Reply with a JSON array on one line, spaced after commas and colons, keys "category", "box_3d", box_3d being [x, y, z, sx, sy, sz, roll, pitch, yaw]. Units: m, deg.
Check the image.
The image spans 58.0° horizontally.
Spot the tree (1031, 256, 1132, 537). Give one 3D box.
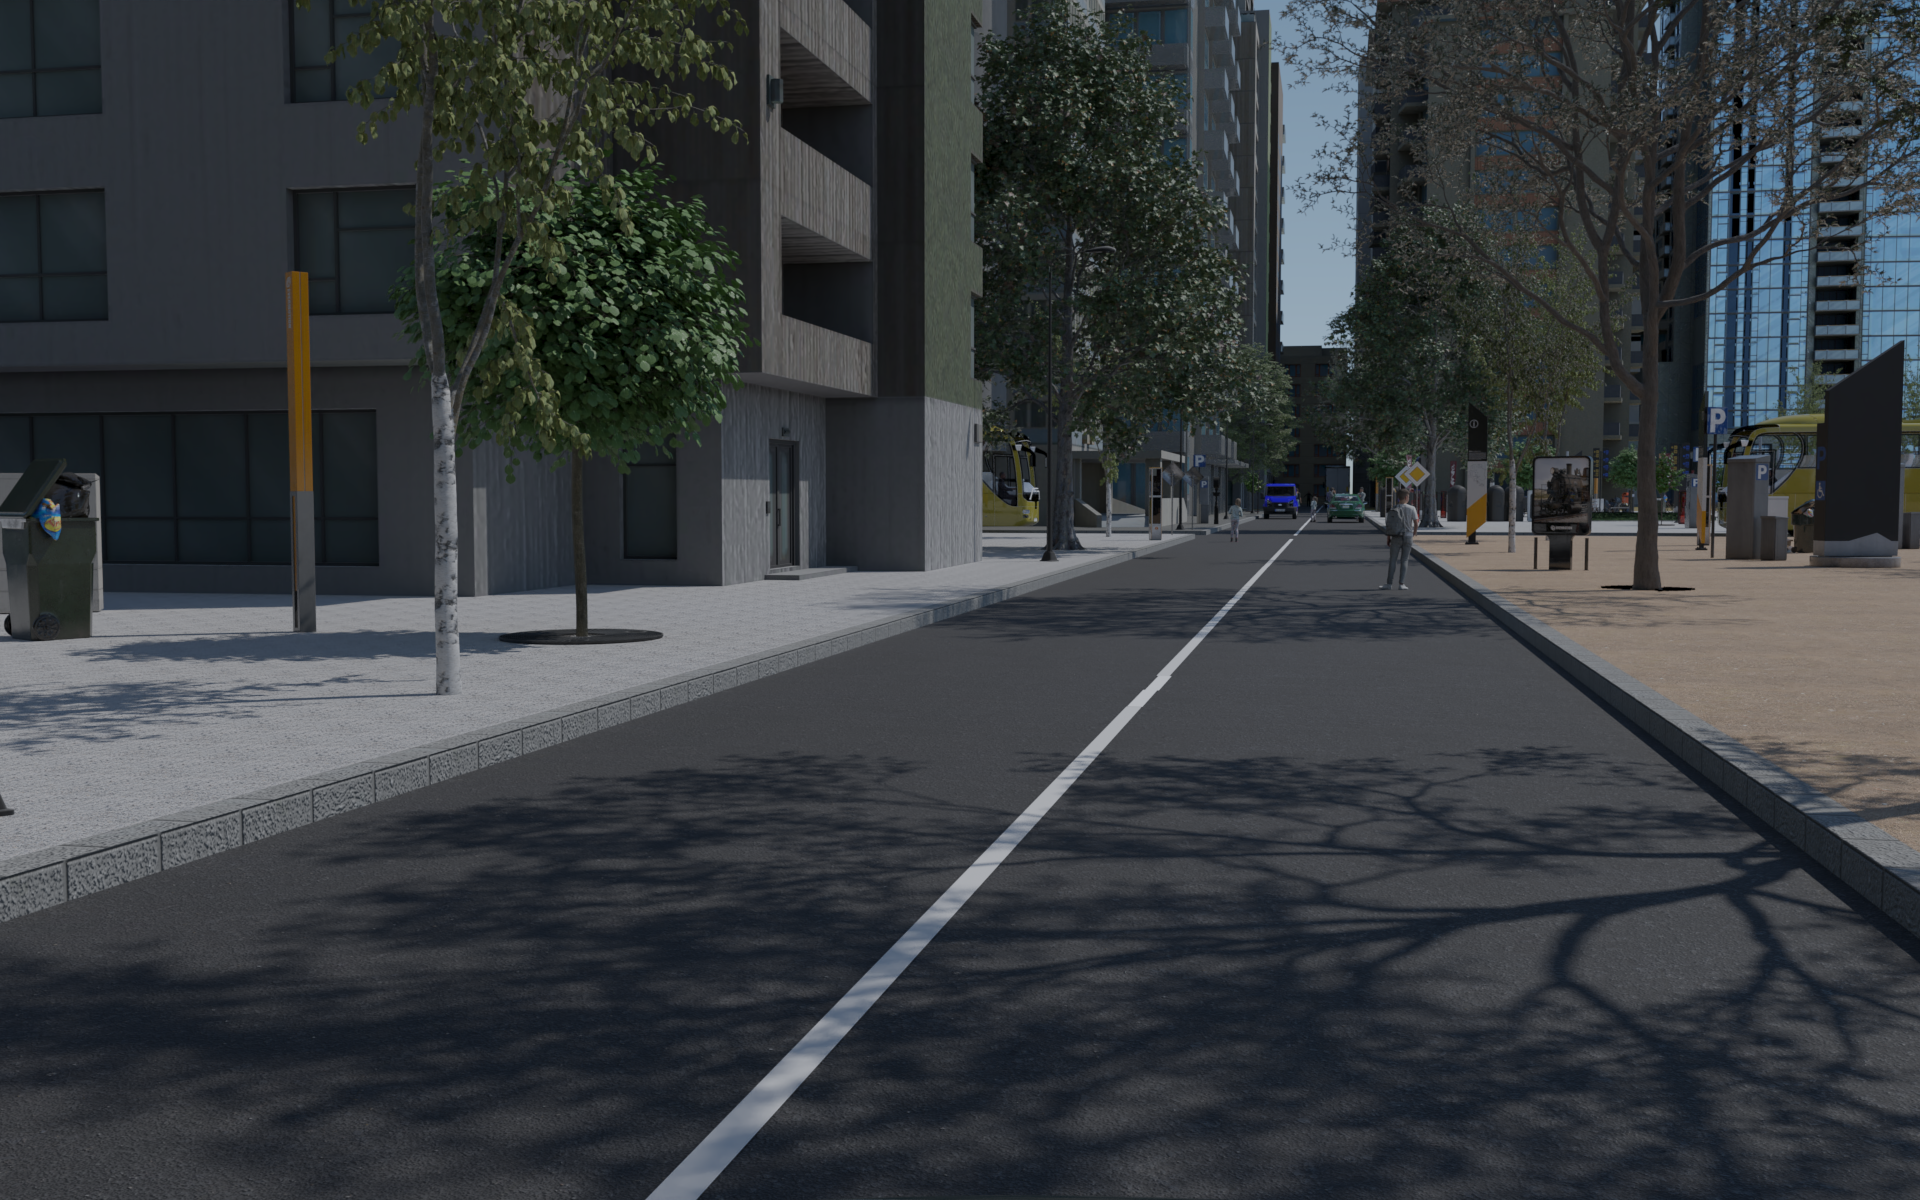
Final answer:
[{"category": "tree", "box_3d": [4.226, -6.188, 51.542, 4.737, 8.622, 4.395, 0, 3, 0]}]

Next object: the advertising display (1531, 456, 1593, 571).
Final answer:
[{"category": "advertising display", "box_3d": [10.171, -1.472, 29.283, 0.974, 1.923, 0.123, 3, 4, 35]}]

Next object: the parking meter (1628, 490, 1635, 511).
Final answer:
[{"category": "parking meter", "box_3d": [44.209, -6.463, 114.074, 0.372, 1.533, 0.369, 0, 3, 0]}]

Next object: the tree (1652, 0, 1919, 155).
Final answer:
[{"category": "tree", "box_3d": [5.193, -4.451, 7.179, 8.767, 10.594, 7.601, 3, 5, 43]}]

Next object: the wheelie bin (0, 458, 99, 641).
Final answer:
[{"category": "wheelie bin", "box_3d": [-8.104, -0.459, 15.419, 0.980, 1.594, 0.693, 3, 5, 40]}]

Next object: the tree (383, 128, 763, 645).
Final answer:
[{"category": "tree", "box_3d": [-3.390, -1.936, 15.366, 4.285, 4.588, 4.351, 0, 3, 0]}]

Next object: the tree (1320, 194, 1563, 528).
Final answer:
[{"category": "tree", "box_3d": [18.082, -9.130, 66.288, 9.611, 12.733, 9.660, 0, 3, 0]}]

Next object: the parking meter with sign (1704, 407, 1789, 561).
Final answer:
[{"category": "parking meter with sign", "box_3d": [15.442, -2.306, 33.957, 0.543, 3.016, 1.738, -1, 4, -23]}]

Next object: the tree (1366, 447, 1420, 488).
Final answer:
[{"category": "tree", "box_3d": [25.172, -7.077, 99.429, 4.285, 4.588, 4.351, 0, 3, 0]}]

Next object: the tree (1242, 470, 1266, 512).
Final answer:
[{"category": "tree", "box_3d": [21.173, -7.945, 124.508, 1.663, 3.219, 1.824, 0, 3, 0]}]

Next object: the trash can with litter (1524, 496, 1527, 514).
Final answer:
[{"category": "trash can with litter", "box_3d": [38.506, -6.305, 114.146, 1.678, 1.210, 2.233, 0, 4, 2]}]

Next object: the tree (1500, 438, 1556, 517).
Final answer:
[{"category": "tree", "box_3d": [31.658, -6.897, 96.483, 4.285, 4.588, 4.351, 0, 3, 0]}]

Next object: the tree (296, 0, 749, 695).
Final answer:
[{"category": "tree", "box_3d": [-3.044, -3.701, 10.878, 4.737, 8.622, 4.395, 0, 3, 0]}]

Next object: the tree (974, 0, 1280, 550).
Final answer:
[{"category": "tree", "box_3d": [2.507, -7.501, 39.645, 9.611, 12.733, 9.660, 0, 3, 0]}]

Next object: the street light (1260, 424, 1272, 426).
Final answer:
[{"category": "street light", "box_3d": [19.944, -8.688, 114.589, 1.470, 5.913, 1.316, 1, 4, 12]}]

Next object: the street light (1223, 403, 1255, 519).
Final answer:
[{"category": "street light", "box_3d": [14.091, -7.056, 87.900, 1.470, 5.913, 1.316, 1, 4, 12]}]

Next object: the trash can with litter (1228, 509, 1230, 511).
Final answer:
[{"category": "trash can with litter", "box_3d": [20.441, -7.587, 135.101, 1.678, 1.210, 2.233, -3, 5, -40]}]

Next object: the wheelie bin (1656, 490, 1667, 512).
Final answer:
[{"category": "wheelie bin", "box_3d": [34.663, -4.780, 86.059, 0.980, 1.594, 0.693, 3, 4, 36]}]

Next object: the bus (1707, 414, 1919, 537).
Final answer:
[{"category": "bus", "box_3d": [29.581, -3.754, 52.927, 12.252, 3.916, 2.896, 1, 4, 12]}]

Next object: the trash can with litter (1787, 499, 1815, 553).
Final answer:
[{"category": "trash can with litter", "box_3d": [18.245, -1.621, 37.883, 0.624, 1.170, 1.055, -3, 4, -36]}]

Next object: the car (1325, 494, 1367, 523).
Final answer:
[{"category": "car", "box_3d": [19.543, -4.644, 87.734, 2.131, 1.459, 4.920, 1, 4, 12]}]

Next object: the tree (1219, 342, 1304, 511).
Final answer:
[{"category": "tree", "box_3d": [22.108, -12.943, 129.750, 7.486, 12.596, 7.792, 0, 3, 0]}]

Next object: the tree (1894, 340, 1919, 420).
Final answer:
[{"category": "tree", "box_3d": [45.360, -8.070, 82.314, 4.737, 8.622, 4.395, 0, 3, 0]}]

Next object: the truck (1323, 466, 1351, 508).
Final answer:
[{"category": "truck", "box_3d": [38.703, -11.556, 177.850, 2.839, 4.237, 11.283, 1, 4, 12]}]

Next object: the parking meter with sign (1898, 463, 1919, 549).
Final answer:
[{"category": "parking meter with sign", "box_3d": [21.477, -2.680, 40.078, 1.738, 3.016, 0.543, -1, 4, -22]}]

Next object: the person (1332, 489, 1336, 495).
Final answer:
[{"category": "person", "box_3d": [28.259, -7.463, 130.765, 0.600, 1.795, 0.529, 0, 4, -2]}]

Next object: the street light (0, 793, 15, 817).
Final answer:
[{"category": "street light", "box_3d": [-3.443, -2.084, 6.618, 1.470, 5.913, 1.316, 1, 4, 12]}]

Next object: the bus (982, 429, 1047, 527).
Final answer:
[{"category": "bus", "box_3d": [-3.124, -4.214, 60.442, 12.252, 3.916, 2.896, 1, 4, 13]}]

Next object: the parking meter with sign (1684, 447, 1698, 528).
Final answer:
[{"category": "parking meter with sign", "box_3d": [27.501, -4.193, 64.819, 0.543, 3.016, 1.738, 1, 4, 11]}]

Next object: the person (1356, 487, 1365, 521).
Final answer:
[{"category": "person", "box_3d": [21.450, -5.146, 92.811, 0.511, 1.800, 0.466, 3, 4, 36]}]

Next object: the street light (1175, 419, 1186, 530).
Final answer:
[{"category": "street light", "box_3d": [8.427, -5.457, 61.770, 1.470, 5.913, 1.316, 1, 4, 12]}]

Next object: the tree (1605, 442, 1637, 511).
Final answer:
[{"category": "tree", "box_3d": [42.717, -7.719, 109.921, 4.285, 4.588, 4.351, 0, 3, 0]}]

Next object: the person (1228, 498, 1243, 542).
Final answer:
[{"category": "person", "box_3d": [8.234, -2.392, 51.883, 0.425, 1.301, 0.394, 0, 4, -6]}]

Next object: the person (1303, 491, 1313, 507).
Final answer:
[{"category": "person", "box_3d": [39.889, -11.589, 198.121, 1.348, 1.807, 0.705, 0, 4, -1]}]

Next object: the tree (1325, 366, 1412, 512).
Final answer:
[{"category": "tree", "box_3d": [29.897, -12.088, 123.394, 9.928, 11.665, 9.643, 0, 3, 0]}]

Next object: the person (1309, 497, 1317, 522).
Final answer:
[{"category": "person", "box_3d": [17.903, -4.592, 87.862, 0.394, 1.301, 0.425, 3, 4, 37]}]

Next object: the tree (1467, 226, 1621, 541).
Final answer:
[{"category": "tree", "box_3d": [16.237, -5.956, 47.744, 4.737, 8.622, 4.395, 0, 3, 0]}]

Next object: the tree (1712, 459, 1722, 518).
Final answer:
[{"category": "tree", "box_3d": [41.365, -6.118, 94.639, 1.663, 3.219, 1.824, 0, 3, 0]}]

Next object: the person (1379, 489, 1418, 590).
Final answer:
[{"category": "person", "box_3d": [6.575, -0.909, 25.961, 0.503, 1.515, 0.523, -1, 4, -16]}]

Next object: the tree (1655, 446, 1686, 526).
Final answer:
[{"category": "tree", "box_3d": [28.602, -4.624, 70.199, 1.663, 3.219, 1.824, 0, 3, 0]}]

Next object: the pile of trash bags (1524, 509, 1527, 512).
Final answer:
[{"category": "pile of trash bags", "box_3d": [40.440, -6.842, 121.627, 1.912, 1.369, 3.447, 1, 4, 19]}]

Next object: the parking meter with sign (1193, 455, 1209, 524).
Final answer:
[{"category": "parking meter with sign", "box_3d": [10.597, -4.862, 75.757, 0.543, 3.016, 1.738, 0, 4, -1]}]

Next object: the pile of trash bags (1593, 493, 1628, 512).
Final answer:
[{"category": "pile of trash bags", "box_3d": [45.017, -6.730, 119.781, 1.912, 1.369, 3.447, -2, 4, -24]}]

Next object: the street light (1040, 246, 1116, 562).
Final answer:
[{"category": "street light", "box_3d": [2.232, -3.682, 32.746, 1.470, 5.913, 1.316, 1, 4, 12]}]

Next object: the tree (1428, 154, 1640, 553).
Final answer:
[{"category": "tree", "box_3d": [12.274, -5.332, 37.545, 4.360, 8.622, 3.978, 0, 3, 0]}]

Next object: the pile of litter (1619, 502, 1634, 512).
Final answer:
[{"category": "pile of litter", "box_3d": [34.927, -4.693, 90.698, 1.176, 0.858, 1.719, -2, 4, -29]}]

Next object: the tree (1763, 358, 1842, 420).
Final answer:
[{"category": "tree", "box_3d": [46.083, -8.821, 94.584, 4.737, 8.622, 4.395, 0, 3, 0]}]

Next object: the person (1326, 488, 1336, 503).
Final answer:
[{"category": "person", "box_3d": [21.331, -5.555, 99.513, 0.473, 1.802, 0.592, 0, 4, -3]}]

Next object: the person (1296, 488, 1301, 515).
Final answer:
[{"category": "person", "box_3d": [22.824, -6.642, 117.187, 0.616, 1.811, 0.778, 0, 4, -7]}]

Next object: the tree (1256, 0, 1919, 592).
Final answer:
[{"category": "tree", "box_3d": [9.051, -6.875, 22.782, 12.009, 13.543, 11.850, 0, 3, 0]}]
